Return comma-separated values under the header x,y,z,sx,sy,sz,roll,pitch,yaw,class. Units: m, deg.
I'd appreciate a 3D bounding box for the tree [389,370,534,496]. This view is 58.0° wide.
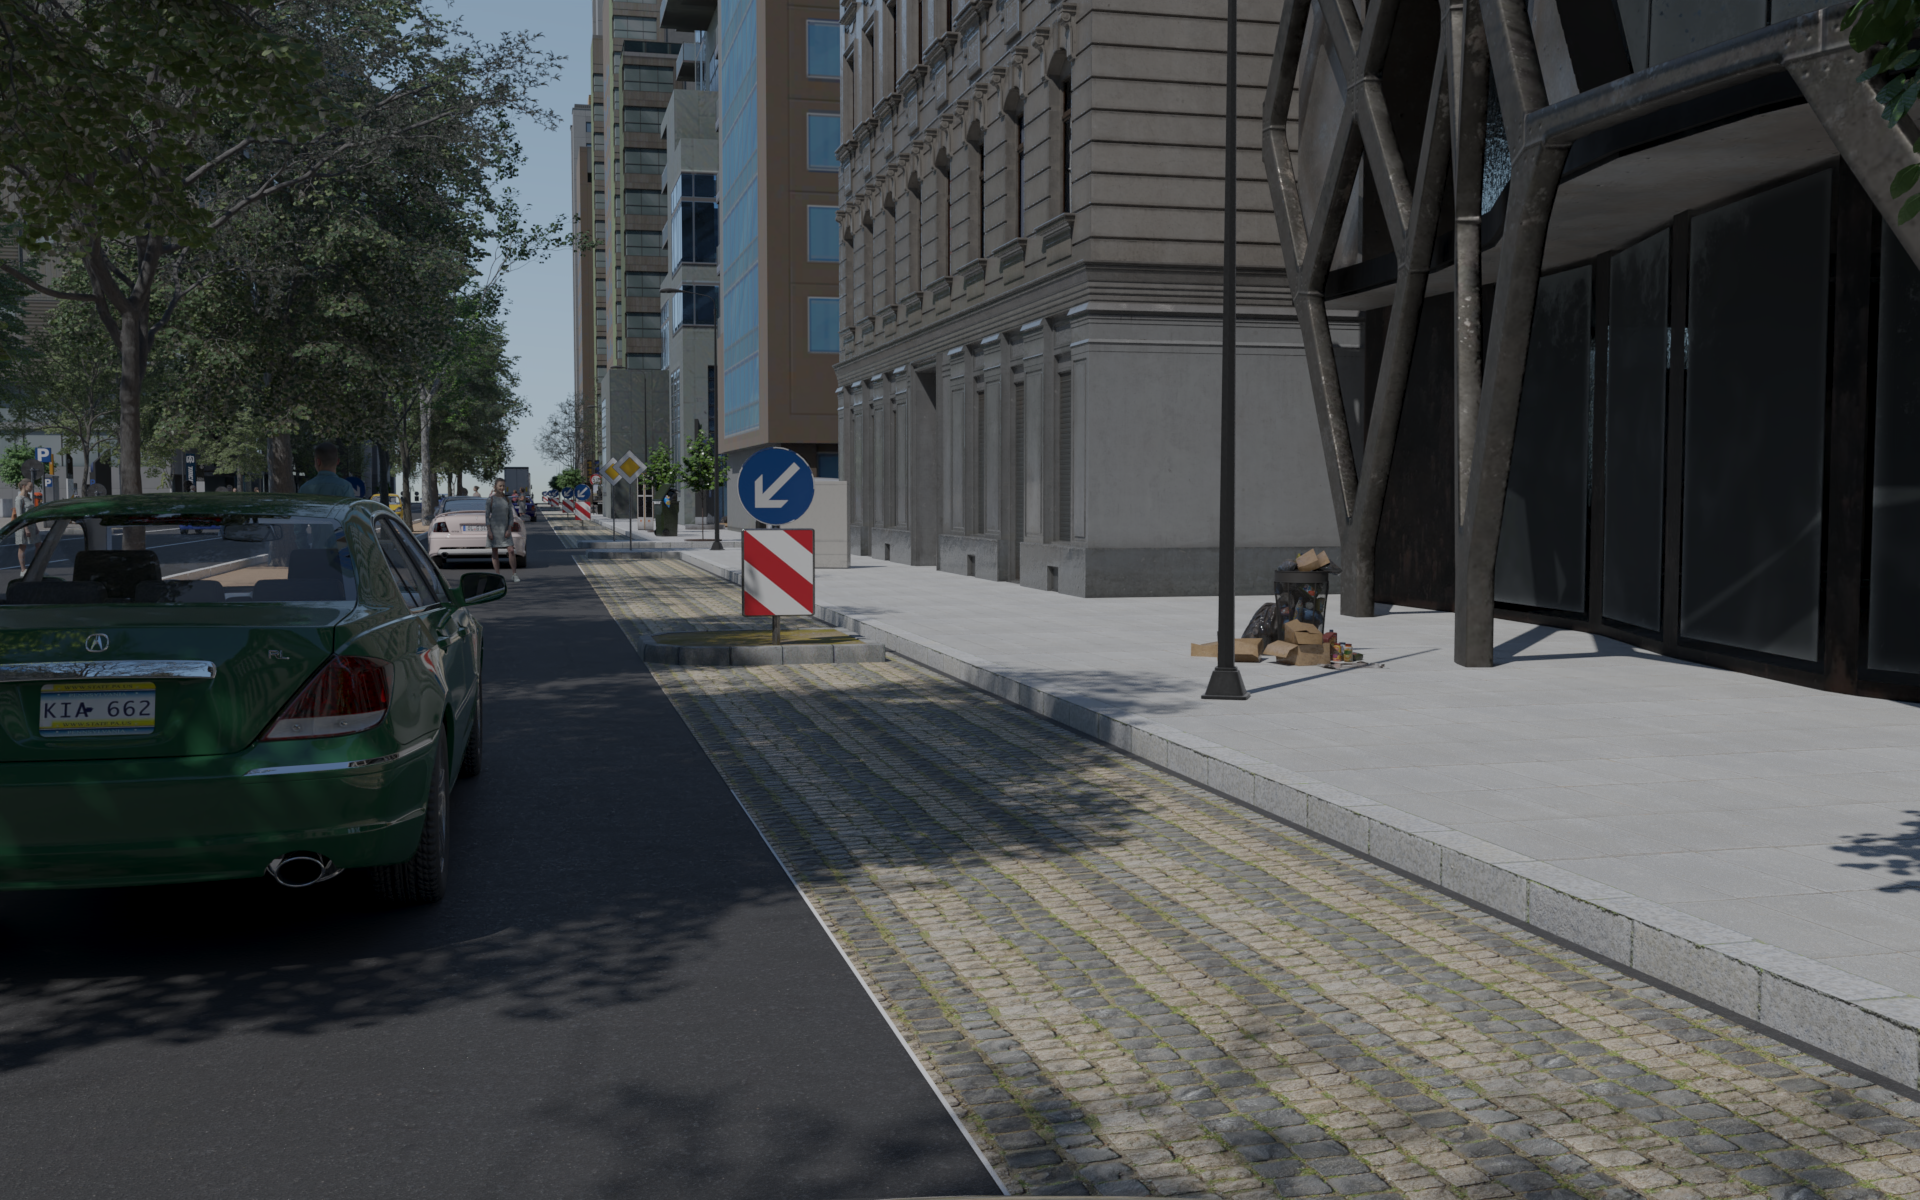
x,y,z,sx,sy,sz,roll,pitch,yaw,class
-33.039,-11.906,114.125,9.611,12.733,9.660,0,3,0,tree

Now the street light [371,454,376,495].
x,y,z,sx,sy,sz,roll,pitch,yaw,class
-66.724,-13.803,198.227,1.470,5.913,1.316,-1,4,-14,street light

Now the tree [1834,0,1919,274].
x,y,z,sx,sy,sz,roll,pitch,yaw,class
3.383,-1.224,3.723,4.285,4.588,4.351,0,3,0,tree

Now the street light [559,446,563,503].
x,y,z,sx,sy,sz,roll,pitch,yaw,class
-37.471,-11.842,166.153,1.470,5.913,1.316,-1,4,-14,street light

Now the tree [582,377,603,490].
x,y,z,sx,sy,sz,roll,pitch,yaw,class
-20.531,-9.322,102.784,4.360,8.622,3.978,0,3,0,tree

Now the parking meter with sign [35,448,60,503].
x,y,z,sx,sy,sz,roll,pitch,yaw,class
-34.519,-4.254,65.809,0.543,3.016,1.738,-1,4,-11,parking meter with sign

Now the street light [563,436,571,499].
x,y,z,sx,sy,sz,roll,pitch,yaw,class
-30.665,-10.136,138.271,1.470,5.913,1.316,-1,4,-14,street light

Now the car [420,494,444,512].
x,y,z,sx,sy,sz,roll,pitch,yaw,class
-42.918,-8.035,140.957,1.945,1.707,3.694,-1,4,-13,car

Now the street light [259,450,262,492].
x,y,z,sx,sy,sz,roll,pitch,yaw,class
-46.527,-8.810,116.591,1.470,5.913,1.316,-1,4,-14,street light

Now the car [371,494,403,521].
x,y,z,sx,sy,sz,roll,pitch,yaw,class
-27.370,-4.426,82.588,2.015,1.641,3.980,-1,4,-16,car

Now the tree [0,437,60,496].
x,y,z,sx,sy,sz,roll,pitch,yaw,class
-53.666,-7.087,99.590,4.285,4.588,4.351,0,3,0,tree

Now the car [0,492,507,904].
x,y,z,sx,sy,sz,roll,pitch,yaw,class
-3.016,0.276,7.278,2.131,1.459,4.920,-1,4,-13,car

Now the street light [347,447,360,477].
x,y,z,sx,sy,sz,roll,pitch,yaw,class
-60.377,-12.221,172.358,1.470,5.913,1.316,-1,4,-14,street light

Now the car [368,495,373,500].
x,y,z,sx,sy,sz,roll,pitch,yaw,class
-45.897,-7.575,136.437,1.945,1.354,3.894,-1,4,-14,car

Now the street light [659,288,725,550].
x,y,z,sx,sy,sz,roll,pitch,yaw,class
-6.073,-4.080,39.253,1.470,5.913,1.316,-1,4,-14,street light

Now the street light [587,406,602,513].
x,y,z,sx,sy,sz,roll,pitch,yaw,class
-18.833,-7.248,91.044,1.470,5.913,1.316,-1,4,-14,street light

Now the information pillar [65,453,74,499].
x,y,z,sx,sy,sz,roll,pitch,yaw,class
-47.962,-6.236,93.310,0.183,3.616,0.504,1,4,10,information pillar

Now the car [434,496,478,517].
x,y,z,sx,sy,sz,roll,pitch,yaw,class
-16.951,-2.870,59.289,2.083,1.381,4.827,-1,4,-12,car

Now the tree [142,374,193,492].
x,y,z,sx,sy,sz,roll,pitch,yaw,class
-46.317,-9.210,100.946,4.737,8.622,4.395,0,3,0,tree

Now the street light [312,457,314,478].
x,y,z,sx,sy,sz,roll,pitch,yaw,class
-53.385,-10.515,144.460,1.470,5.913,1.316,-1,4,-14,street light

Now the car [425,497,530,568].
x,y,z,sx,sy,sz,roll,pitch,yaw,class
-9.718,-1.379,34.917,2.083,1.381,4.827,-1,4,-15,car

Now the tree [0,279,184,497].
x,y,z,sx,sy,sz,roll,pitch,yaw,class
-36.454,-8.437,72.353,7.601,10.594,8.767,0,4,-6,tree

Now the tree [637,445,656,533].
x,y,z,sx,sy,sz,roll,pitch,yaw,class
-10.129,-3.883,58.089,1.663,3.219,1.824,0,3,0,tree

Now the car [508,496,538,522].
x,y,z,sx,sy,sz,roll,pitch,yaw,class
-22.883,-4.724,89.814,1.945,1.354,3.894,-1,4,-16,car

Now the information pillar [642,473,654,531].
x,y,z,sx,sy,sz,roll,pitch,yaw,class
-10.940,-3.451,60.922,0.304,2.012,0.304,-1,4,-10,information pillar

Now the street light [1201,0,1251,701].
x,y,z,sx,sy,sz,roll,pitch,yaw,class
1.149,-2.329,10.620,1.470,5.913,1.316,-1,4,-14,street light

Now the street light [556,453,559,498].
x,y,z,sx,sy,sz,roll,pitch,yaw,class
-44.476,-13.564,194.308,1.470,5.913,1.316,-1,4,-14,street light

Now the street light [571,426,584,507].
x,y,z,sx,sy,sz,roll,pitch,yaw,class
-25.824,-8.971,119.212,1.470,5.913,1.316,-1,4,-14,street light

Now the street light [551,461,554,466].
x,y,z,sx,sy,sz,roll,pitch,yaw,class
-50.392,-15.013,218.001,1.470,5.913,1.316,-1,4,-14,street light

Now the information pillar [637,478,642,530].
x,y,z,sx,sy,sz,roll,pitch,yaw,class
-11.225,-3.479,61.367,0.304,2.012,0.304,2,4,25,information pillar

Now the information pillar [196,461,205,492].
x,y,z,sx,sy,sz,roll,pitch,yaw,class
-50.133,-7.525,114.382,0.504,3.616,0.183,-2,4,-29,information pillar

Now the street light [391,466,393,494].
x,y,z,sx,sy,sz,roll,pitch,yaw,class
-73.596,-15.508,226.094,1.470,5.913,1.316,-1,4,-14,street light

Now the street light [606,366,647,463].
x,y,z,sx,sy,sz,roll,pitch,yaw,class
-11.948,-5.522,62.834,1.470,5.913,1.316,-1,4,-14,street light

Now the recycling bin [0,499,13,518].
x,y,z,sx,sy,sz,roll,pitch,yaw,class
-52.083,-4.994,94.213,0.722,1.027,0.722,1,4,15,recycling bin

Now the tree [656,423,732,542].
x,y,z,sx,sy,sz,roll,pitch,yaw,class
-7.108,-3.204,46.987,1.663,3.219,1.824,0,3,0,tree

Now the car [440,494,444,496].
x,y,z,sx,sy,sz,roll,pitch,yaw,class
-71.971,-14.055,239.387,1.945,1.707,3.694,-1,4,-15,car

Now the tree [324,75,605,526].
x,y,z,sx,sy,sz,roll,pitch,yaw,class
-22.551,-13.350,76.612,12.611,20.169,13.585,0,3,0,tree

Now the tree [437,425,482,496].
x,y,z,sx,sy,sz,roll,pitch,yaw,class
-31.136,-9.377,106.135,4.737,8.622,4.395,0,3,0,tree

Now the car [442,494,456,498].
x,y,z,sx,sy,sz,roll,pitch,yaw,class
-46.741,-8.976,158.755,2.014,1.417,4.499,-1,4,-14,car

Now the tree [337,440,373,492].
x,y,z,sx,sy,sz,roll,pitch,yaw,class
-62.890,-14.047,180.023,4.360,8.622,3.978,0,3,0,tree
